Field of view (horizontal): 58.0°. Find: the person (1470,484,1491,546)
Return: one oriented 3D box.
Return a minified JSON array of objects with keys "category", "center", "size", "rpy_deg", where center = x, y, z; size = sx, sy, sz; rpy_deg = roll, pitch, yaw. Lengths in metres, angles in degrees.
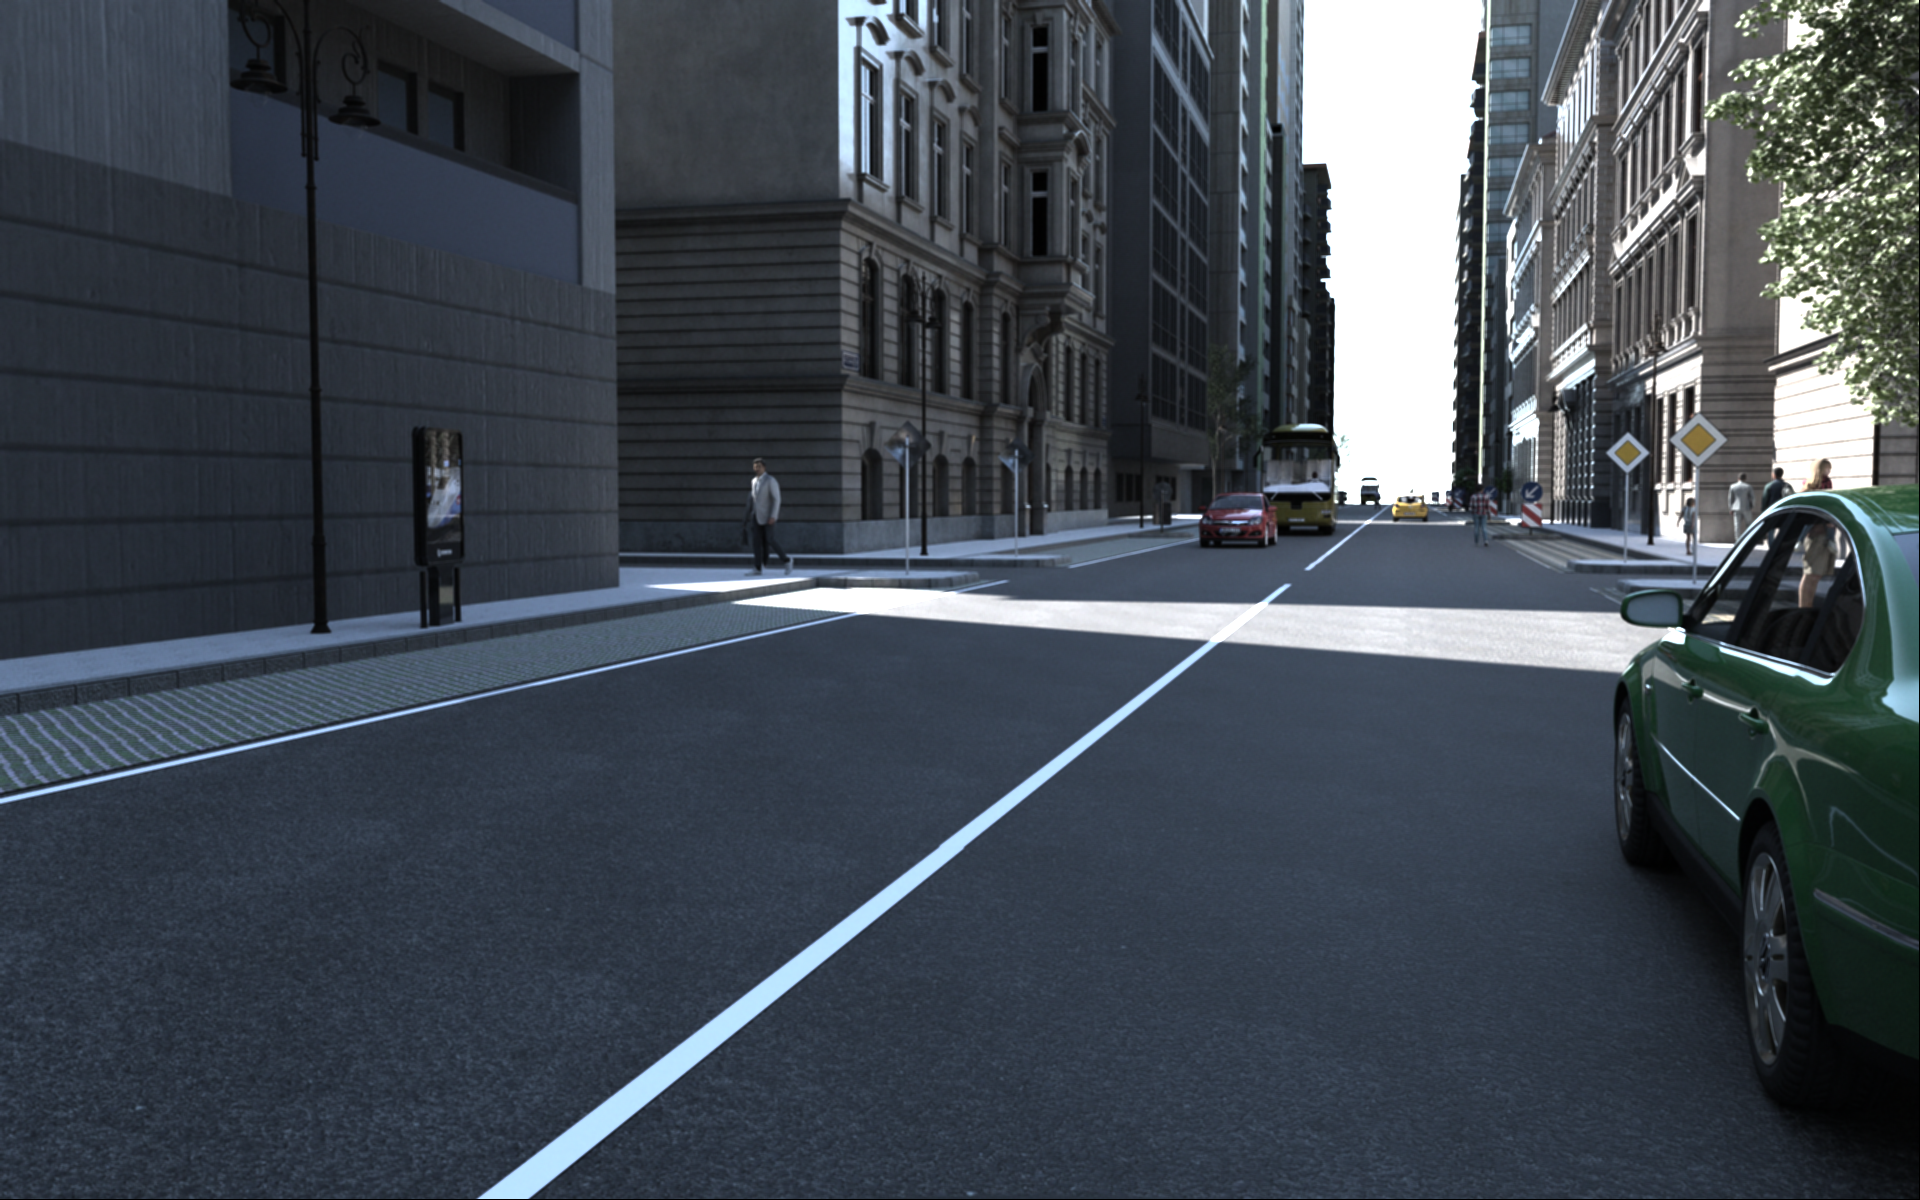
[{"category":"person","center":[14.385,-2.360,47.919],"size":[0.563,1.720,0.643],"rpy_deg":[1,4,14]}]

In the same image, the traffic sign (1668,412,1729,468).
[{"category":"traffic sign","center":[10.477,-1.369,24.581],"size":[0.795,2.593,0.064],"rpy_deg":[1,4,14]}]

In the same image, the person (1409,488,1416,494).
[{"category":"person","center":[29.509,-6.398,113.069],"size":[1.348,1.831,0.705],"rpy_deg":[0,4,7]}]

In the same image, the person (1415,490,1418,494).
[{"category":"person","center":[39.597,-8.658,150.199],"size":[1.348,1.807,0.705],"rpy_deg":[-3,4,-36]}]

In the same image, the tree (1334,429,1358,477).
[{"category":"tree","center":[55.341,-20.356,258.579],"size":[9.928,11.665,9.643],"rpy_deg":[0,3,0]}]

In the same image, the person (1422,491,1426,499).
[{"category":"person","center":[43.677,-9.397,162.824],"size":[0.721,1.739,1.217],"rpy_deg":[1,4,20]}]

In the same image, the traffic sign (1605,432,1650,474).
[{"category":"traffic sign","center":[12.460,-1.843,32.317],"size":[0.795,2.593,0.064],"rpy_deg":[1,4,14]}]

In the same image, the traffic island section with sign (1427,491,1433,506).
[{"category":"traffic island section with sign","center":[57.274,-12.219,208.414],"size":[1.989,1.847,2.006],"rpy_deg":[1,4,14]}]

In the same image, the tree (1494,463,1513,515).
[{"category":"tree","center":[33.666,-6.862,106.800],"size":[1.663,3.219,1.824],"rpy_deg":[0,3,0]}]

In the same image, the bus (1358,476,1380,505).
[{"category":"bus","center":[56.896,-15.216,240.331],"size":[2.896,3.916,12.252],"rpy_deg":[1,4,15]}]

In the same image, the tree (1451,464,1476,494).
[{"category":"tree","center":[54.746,-12.430,186.948],"size":[4.285,4.588,4.351],"rpy_deg":[0,3,0]}]

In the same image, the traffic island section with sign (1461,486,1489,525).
[{"category":"traffic island section with sign","center":[24.565,-4.408,80.705],"size":[1.989,1.847,2.006],"rpy_deg":[1,4,14]}]

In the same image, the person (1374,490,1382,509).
[{"category":"person","center":[40.172,-9.669,166.459],"size":[0.709,1.838,0.599],"rpy_deg":[1,4,11]}]

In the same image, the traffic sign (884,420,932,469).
[{"category":"traffic sign","center":[-0.847,-1.548,27.494],"size":[0.795,2.593,0.064],"rpy_deg":[1,4,14]}]

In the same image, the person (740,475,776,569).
[{"category":"person","center":[-3.647,-1.373,31.136],"size":[0.709,1.800,0.728],"rpy_deg":[-1,4,-14]}]

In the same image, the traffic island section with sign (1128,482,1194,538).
[{"category":"traffic island section with sign","center":[6.641,-2.951,56.871],"size":[1.989,1.847,2.006],"rpy_deg":[1,4,14]}]

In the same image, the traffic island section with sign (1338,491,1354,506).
[{"category":"traffic island section with sign","center":[53.065,-14.028,237.991],"size":[1.989,1.847,2.006],"rpy_deg":[1,4,14]}]

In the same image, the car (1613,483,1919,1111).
[{"category":"car","center":[3.090,0.222,5.174],"size":[1.959,1.807,4.718],"rpy_deg":[1,4,14]}]

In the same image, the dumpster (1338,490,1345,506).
[{"category":"dumpster","center":[43.259,-11.667,198.978],"size":[1.865,1.857,1.264],"rpy_deg":[1,4,16]}]

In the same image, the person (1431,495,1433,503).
[{"category":"person","center":[69.160,-14.945,252.865],"size":[1.348,1.823,0.705],"rpy_deg":[0,4,-3]}]

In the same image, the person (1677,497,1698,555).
[{"category":"person","center":[15.270,-1.549,36.379],"size":[0.382,1.210,0.505],"rpy_deg":[-3,5,-40]}]

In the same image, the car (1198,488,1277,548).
[{"category":"car","center":[7.703,-2.368,47.753],"size":[2.155,1.783,4.494],"rpy_deg":[1,4,15]}]

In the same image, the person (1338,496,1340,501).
[{"category":"person","center":[36.160,-9.574,165.975],"size":[0.756,1.711,0.436],"rpy_deg":[-1,4,-17]}]

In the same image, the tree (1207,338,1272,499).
[{"category":"tree","center":[14.723,-10.224,101.579],"size":[7.601,10.594,8.767],"rpy_deg":[-2,4,-27]}]

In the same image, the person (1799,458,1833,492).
[{"category":"person","center":[9.518,-0.658,19.239],"size":[0.573,1.828,0.580],"rpy_deg":[0,4,4]}]

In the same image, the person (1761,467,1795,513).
[{"category":"person","center":[16.363,-1.758,34.779],"size":[0.794,1.824,0.713],"rpy_deg":[2,4,32]}]

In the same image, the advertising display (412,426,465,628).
[{"category":"advertising display","center":[-5.087,-0.717,16.938],"size":[0.123,1.923,0.974],"rpy_deg":[0,4,5]}]

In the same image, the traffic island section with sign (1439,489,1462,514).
[{"category":"traffic island section with sign","center":[36.549,-7.275,127.575],"size":[1.989,1.847,2.006],"rpy_deg":[1,4,14]}]

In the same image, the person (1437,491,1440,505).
[{"category":"person","center":[63.139,-13.457,228.479],"size":[0.705,1.831,1.348],"rpy_deg":[0,4,3]}]

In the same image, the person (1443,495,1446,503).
[{"category":"person","center":[71.927,-15.314,256.368],"size":[0.705,1.831,1.348],"rpy_deg":[0,4,-7]}]

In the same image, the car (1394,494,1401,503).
[{"category":"car","center":[59.781,-13.591,234.005],"size":[2.131,1.459,4.920],"rpy_deg":[1,4,13]}]

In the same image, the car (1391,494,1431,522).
[{"category":"car","center":[23.430,-4.880,90.011],"size":[2.015,1.641,3.980],"rpy_deg":[1,4,16]}]

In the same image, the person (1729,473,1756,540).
[{"category":"person","center":[19.529,-2.268,43.222],"size":[0.635,1.810,0.391],"rpy_deg":[2,4,29]}]

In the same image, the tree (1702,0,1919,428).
[{"category":"tree","center":[11.356,-6.086,17.636],"size":[7.486,12.596,7.792],"rpy_deg":[0,3,0]}]

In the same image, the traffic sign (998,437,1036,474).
[{"category":"traffic sign","center":[1.136,-2.021,35.230],"size":[0.795,2.593,0.064],"rpy_deg":[1,4,14]}]

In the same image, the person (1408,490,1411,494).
[{"category":"person","center":[38.711,-8.561,149.000],"size":[1.217,1.766,0.721],"rpy_deg":[0,4,-4]}]

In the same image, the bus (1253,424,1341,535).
[{"category":"bus","center":[12.716,-4.453,64.351],"size":[2.896,3.916,12.252],"rpy_deg":[1,4,13]}]

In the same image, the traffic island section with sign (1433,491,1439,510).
[{"category":"traffic island section with sign","center":[43.588,-8.952,154.992],"size":[1.989,1.847,2.006],"rpy_deg":[1,4,14]}]

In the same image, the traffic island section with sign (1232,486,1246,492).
[{"category":"traffic island section with sign","center":[13.488,-4.586,83.610],"size":[1.989,1.847,2.006],"rpy_deg":[1,4,14]}]

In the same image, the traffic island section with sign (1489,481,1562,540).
[{"category":"traffic island section with sign","center":[17.850,-2.812,54.596],"size":[1.989,1.847,2.006],"rpy_deg":[1,4,14]}]
